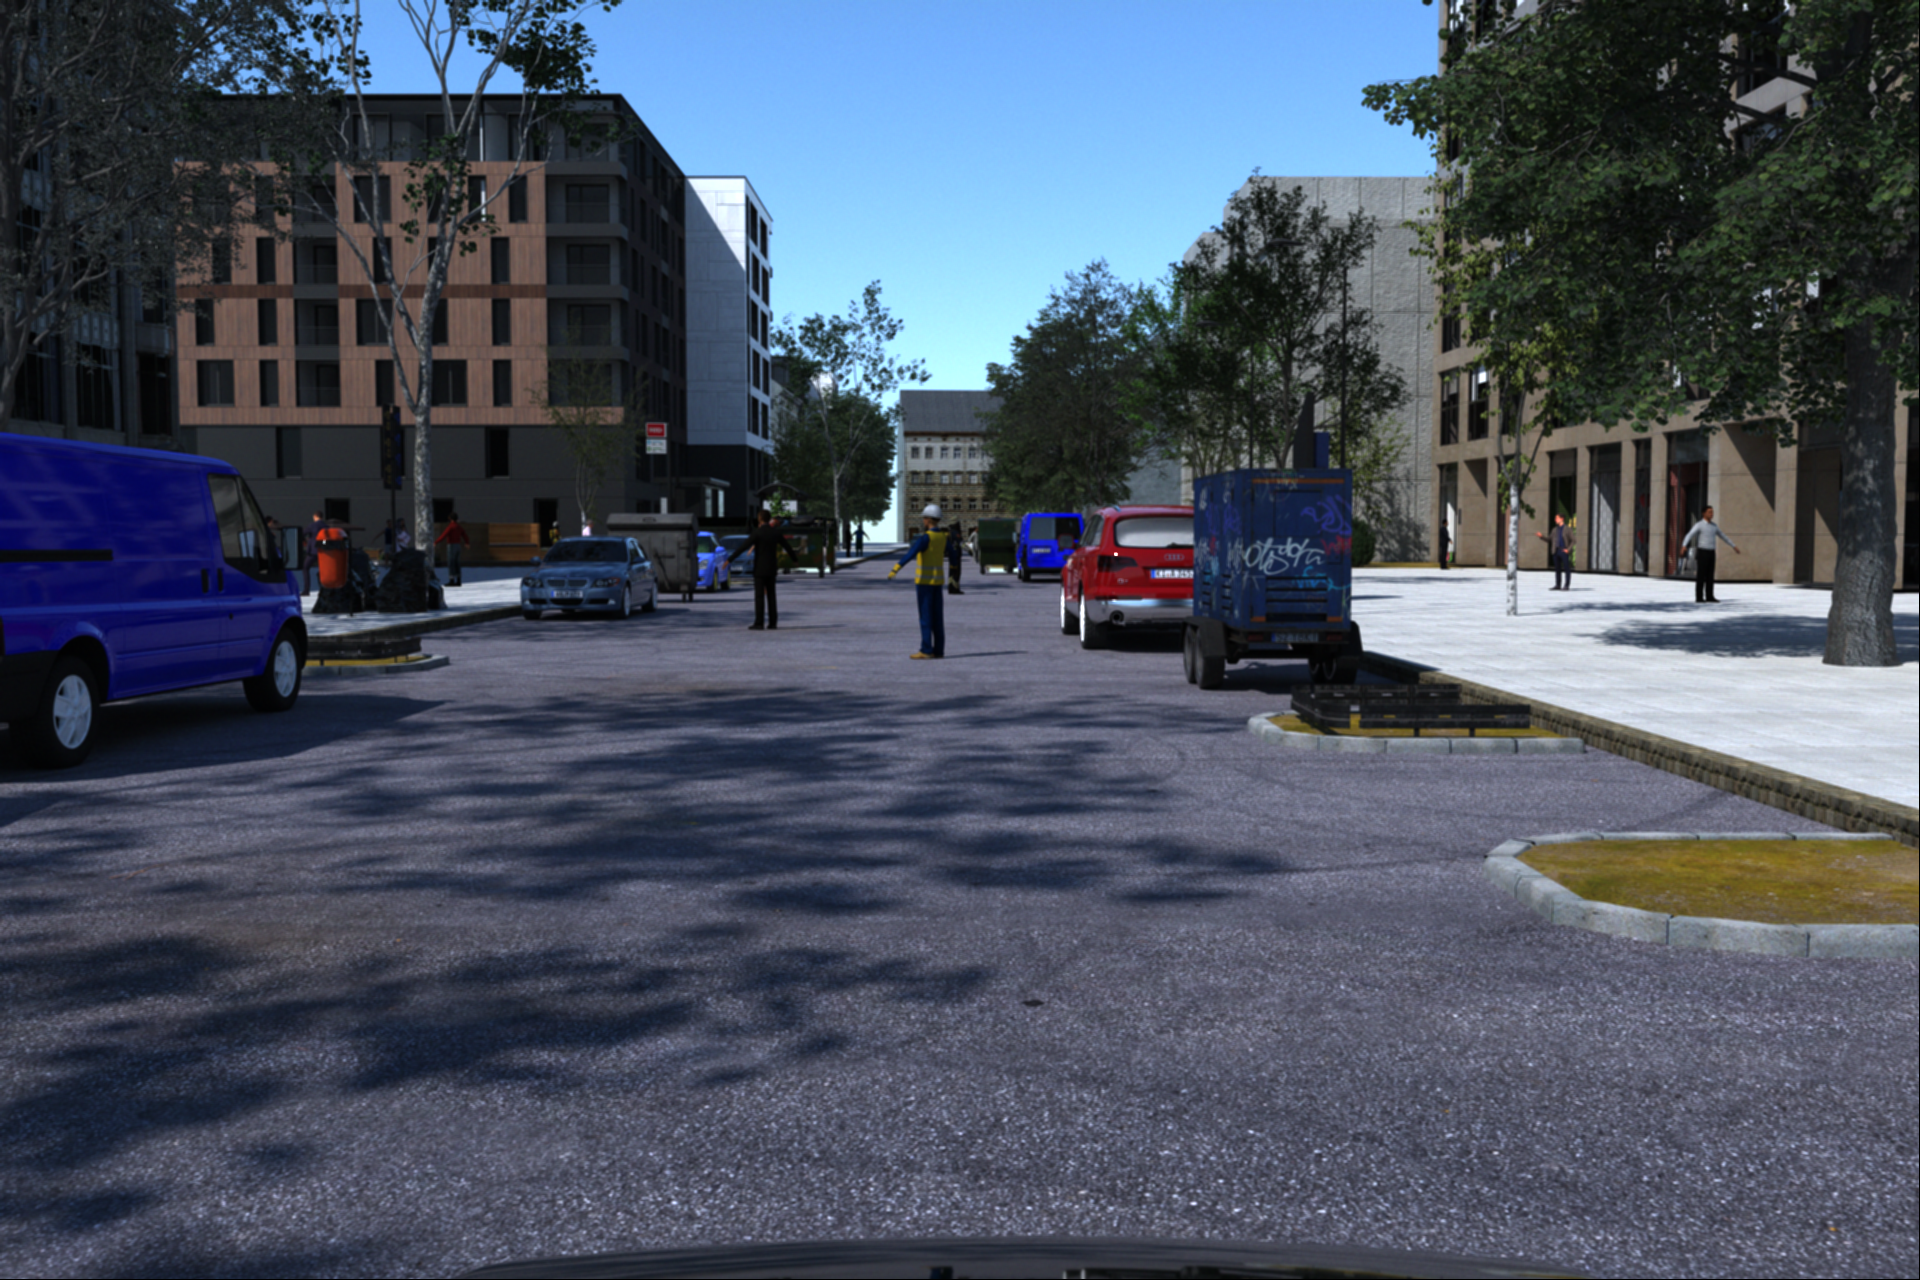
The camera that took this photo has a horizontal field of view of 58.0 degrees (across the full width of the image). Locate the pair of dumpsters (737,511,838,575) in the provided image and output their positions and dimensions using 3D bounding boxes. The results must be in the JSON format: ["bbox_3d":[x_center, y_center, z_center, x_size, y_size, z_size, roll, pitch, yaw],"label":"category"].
[{"bbox_3d":[-6.543,-3.446,61.298,4.436,2.255,1.574,0,4,-1],"label":"pair of dumpsters"}]

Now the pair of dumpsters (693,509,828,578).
[{"bbox_3d":[-6.524,-3.142,56.321,4.436,2.255,1.574,0,4,0],"label":"pair of dumpsters"}]

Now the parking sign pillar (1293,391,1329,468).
[{"bbox_3d":[6.750,-2.752,33.464,1.447,3.967,1.447,0,4,0],"label":"parking sign pillar"}]

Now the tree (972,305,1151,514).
[{"bbox_3d":[5.776,-11.417,93.326,9.857,13.997,8.962,0,3,0],"label":"tree"}]

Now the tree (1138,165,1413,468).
[{"bbox_3d":[8.099,-6.752,44.802,7.601,10.594,8.767,-1,4,-18],"label":"tree"}]

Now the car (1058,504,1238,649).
[{"bbox_3d":[2.490,-0.881,23.079,2.281,1.827,5.304,0,4,-1],"label":"car"}]

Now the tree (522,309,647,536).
[{"bbox_3d":[-12.813,-6.568,57.756,4.360,8.622,3.978,0,3,0],"label":"tree"}]

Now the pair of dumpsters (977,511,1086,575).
[{"bbox_3d":[2.825,-3.460,61.522,4.436,2.255,1.574,0,4,0],"label":"pair of dumpsters"}]

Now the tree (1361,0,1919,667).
[{"bbox_3d":[8.777,-6.730,16.695,9.857,13.997,8.962,0,3,0],"label":"tree"}]

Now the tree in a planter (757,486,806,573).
[{"bbox_3d":[-6.772,-4.116,64.521,1.991,3.239,1.994,0,4,0],"label":"tree in a planter"}]

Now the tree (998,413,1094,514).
[{"bbox_3d":[5.989,-12.458,121.816,7.486,12.596,7.792,0,3,0],"label":"tree"}]

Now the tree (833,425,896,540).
[{"bbox_3d":[-9.824,-15.205,166.736,7.486,12.596,7.792,0,3,0],"label":"tree"}]

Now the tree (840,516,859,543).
[{"bbox_3d":[-17.284,-21.006,261.566,7.486,12.596,7.792,0,3,0],"label":"tree"}]

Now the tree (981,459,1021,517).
[{"bbox_3d":[5.682,-13.877,161.303,8.767,10.594,7.601,1,4,15],"label":"tree"}]

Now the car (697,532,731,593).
[{"bbox_3d":[-6.757,-2.055,43.186,1.945,1.707,3.694,0,3,0],"label":"car"}]

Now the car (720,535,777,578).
[{"bbox_3d":[-6.501,-2.436,51.826,2.014,1.417,4.499,0,3,0],"label":"car"}]

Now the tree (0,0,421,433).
[{"bbox_3d":[-12.356,-6.831,22.061,12.009,13.543,11.850,0,3,0],"label":"tree"}]

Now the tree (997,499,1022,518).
[{"bbox_3d":[5.490,-13.356,168.735,4.737,8.622,4.395,0,3,0],"label":"tree"}]

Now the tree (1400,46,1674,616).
[{"bbox_3d":[8.915,-4.687,26.996,4.737,8.622,4.395,0,3,0],"label":"tree"}]

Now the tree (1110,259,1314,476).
[{"bbox_3d":[9.525,-8.574,65.938,9.928,11.665,9.643,0,3,0],"label":"tree"}]

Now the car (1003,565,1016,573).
[{"bbox_3d":[2.583,-3.459,65.343,1.959,1.807,4.718,0,4,-1],"label":"car"}]

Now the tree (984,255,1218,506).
[{"bbox_3d":[6.179,-10.207,77.248,12.009,13.543,11.850,0,3,0],"label":"tree"}]

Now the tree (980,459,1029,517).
[{"bbox_3d":[5.342,-13.269,151.352,8.767,10.594,7.601,2,4,33],"label":"tree"}]

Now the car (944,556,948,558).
[{"bbox_3d":[-0.879,-4.982,93.815,2.083,1.381,4.827,0,4,-1],"label":"car"}]

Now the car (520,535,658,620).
[{"bbox_3d":[-6.456,-1.135,30.567,2.014,1.417,4.499,0,4,0],"label":"car"}]

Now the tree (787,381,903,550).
[{"bbox_3d":[-9.616,-14.490,143.563,9.857,13.997,8.962,0,3,0],"label":"tree"}]

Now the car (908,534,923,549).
[{"bbox_3d":[-2.788,-7.088,127.681,2.131,1.459,4.920,0,4,0],"label":"car"}]

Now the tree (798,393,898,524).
[{"bbox_3d":[-10.207,-15.190,155.009,9.857,13.997,8.962,0,3,0],"label":"tree"}]

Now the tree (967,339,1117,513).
[{"bbox_3d":[5.643,-12.059,107.532,12.009,13.543,11.850,0,3,0],"label":"tree"}]

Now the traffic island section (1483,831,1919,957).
[{"bbox_3d":[3.177,0.979,6.853,1.991,0.108,1.994,0,4,0],"label":"traffic island section"}]

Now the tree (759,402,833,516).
[{"bbox_3d":[-9.363,-8.953,96.744,4.737,8.622,4.395,0,3,0],"label":"tree"}]

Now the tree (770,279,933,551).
[{"bbox_3d":[-8.619,-16.747,129.707,12.611,20.169,13.585,0,3,0],"label":"tree"}]

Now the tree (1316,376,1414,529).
[{"bbox_3d":[17.301,-7.653,75.490,4.737,8.622,4.395,0,3,0],"label":"tree"}]

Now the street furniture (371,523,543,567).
[{"bbox_3d":[-20.867,-3.942,71.305,11.010,1.723,9.812,-2,4,-28],"label":"street furniture"}]

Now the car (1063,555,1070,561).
[{"bbox_3d":[2.934,-1.357,31.982,2.009,1.686,4.222,0,4,0],"label":"car"}]

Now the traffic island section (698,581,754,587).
[{"bbox_3d":[-6.655,-1.553,48.252,1.991,0.108,1.994,0,4,0],"label":"traffic island section"}]

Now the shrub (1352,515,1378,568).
[{"bbox_3d":[15.165,-3.786,66.328,1.690,2.028,1.600,0,3,0],"label":"shrub"}]

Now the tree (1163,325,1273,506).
[{"bbox_3d":[8.444,-6.595,58.192,4.360,8.622,3.978,0,3,0],"label":"tree"}]

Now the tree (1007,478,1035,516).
[{"bbox_3d":[5.061,-11.542,139.081,4.360,8.622,3.978,0,3,0],"label":"tree"}]

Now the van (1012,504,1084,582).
[{"bbox_3d":[2.758,-2.967,52.895,2.240,2.365,5.245,0,4,-2],"label":"van"}]

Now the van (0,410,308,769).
[{"bbox_3d":[-6.363,-0.480,12.234,2.240,2.365,5.245,0,4,-1],"label":"van"}]

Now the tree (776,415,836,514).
[{"bbox_3d":[-9.901,-9.608,107.460,4.360,8.622,3.978,0,3,0],"label":"tree"}]
